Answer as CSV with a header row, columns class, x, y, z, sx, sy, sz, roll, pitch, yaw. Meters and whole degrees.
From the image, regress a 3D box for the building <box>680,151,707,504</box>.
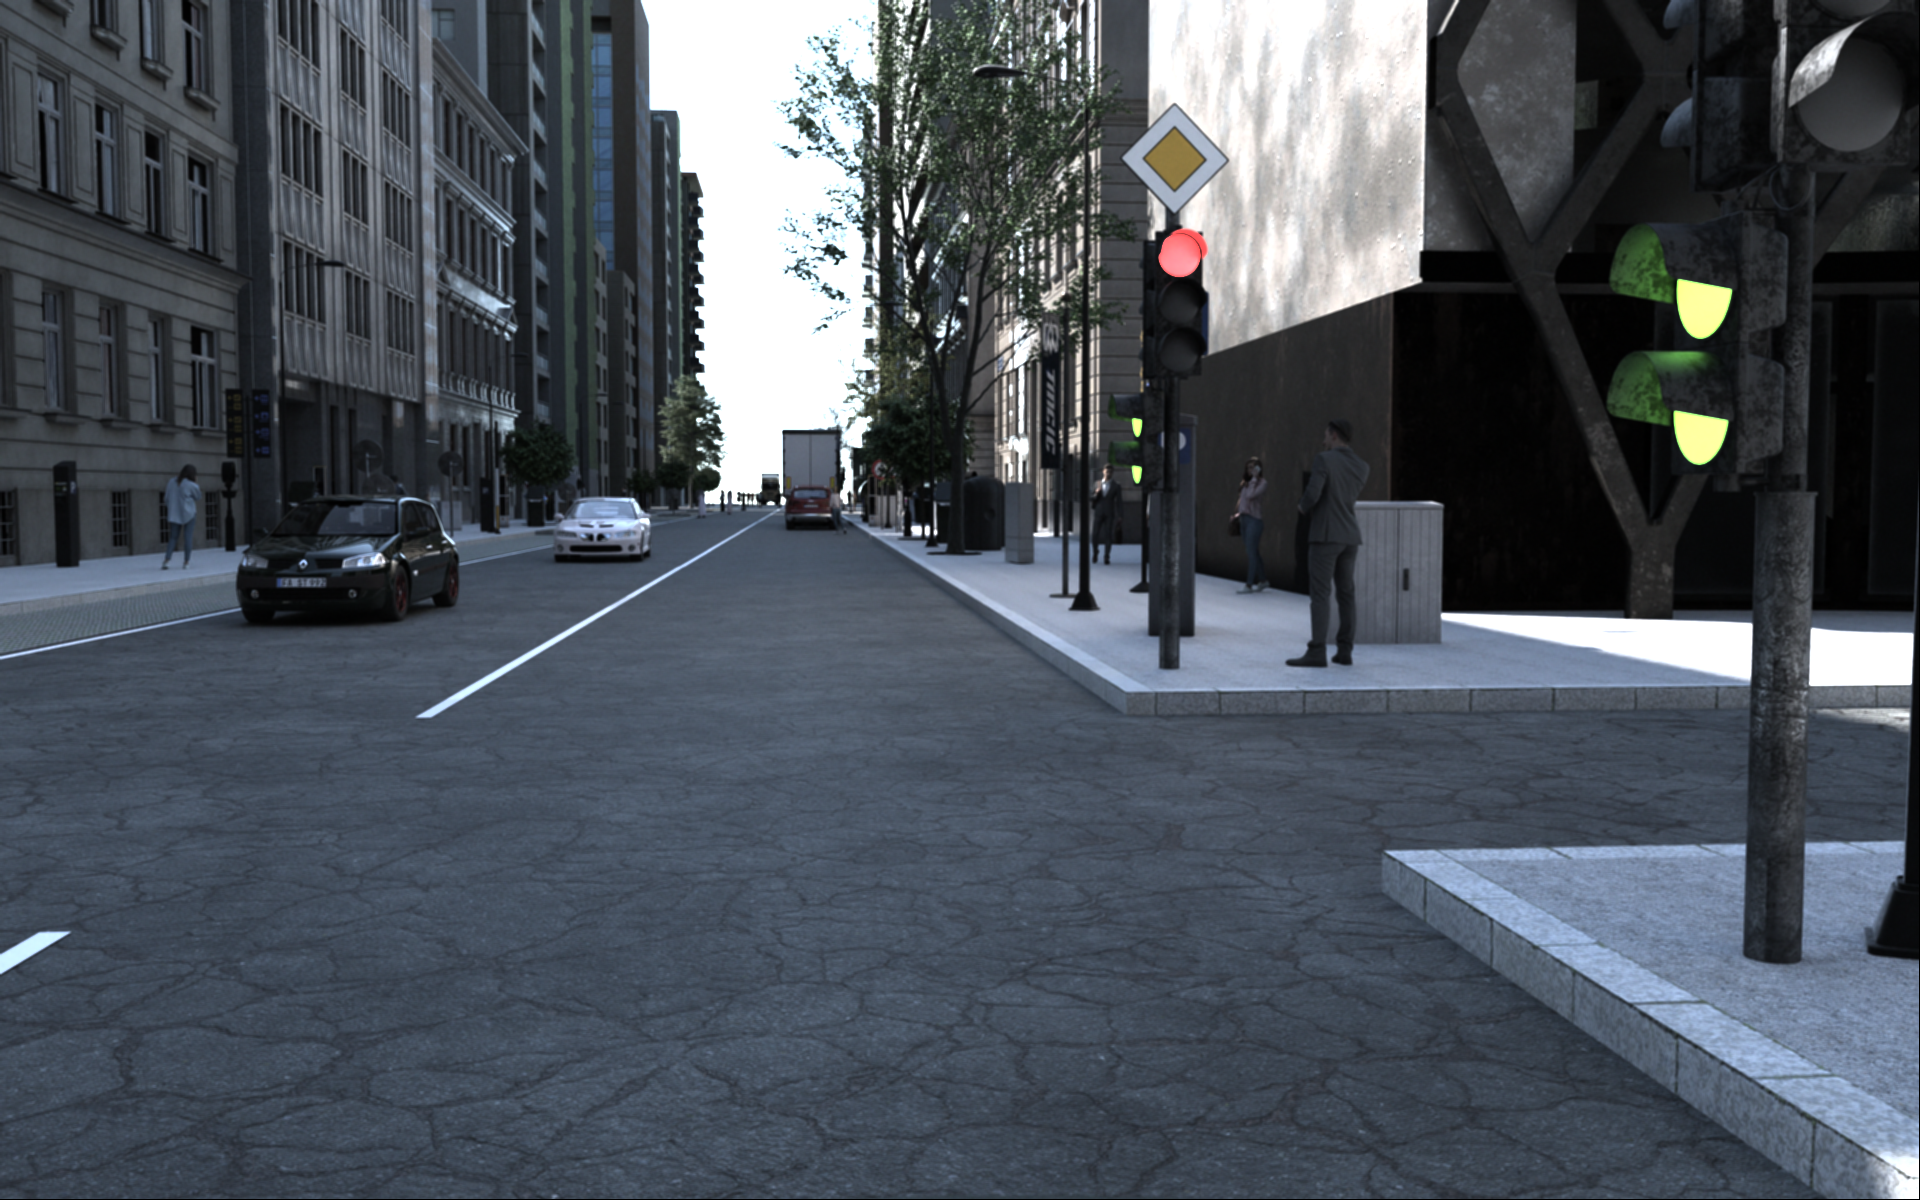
class,x,y,z,sx,sy,sz,roll,pitch,yaw
building,-45.049,-35.101,228.522,22.147,44.769,28.867,0,4,-5

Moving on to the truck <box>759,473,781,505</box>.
class,x,y,z,sx,sy,sz,roll,pitch,yaw
truck,-25.399,-14.878,232.170,2.839,4.237,11.283,0,4,-5

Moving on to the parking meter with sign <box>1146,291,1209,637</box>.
class,x,y,z,sx,sy,sz,roll,pitch,yaw
parking meter with sign,1.969,-1.198,15.853,0.543,3.016,1.738,0,4,7

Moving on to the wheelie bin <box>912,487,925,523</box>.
class,x,y,z,sx,sy,sz,roll,pitch,yaw
wheelie bin,-1.667,-4.173,76.141,0.980,1.594,0.693,-2,4,-26

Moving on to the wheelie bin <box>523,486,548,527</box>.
class,x,y,z,sx,sy,sz,roll,pitch,yaw
wheelie bin,-16.653,-3.677,68.020,0.980,1.594,0.693,0,4,-3

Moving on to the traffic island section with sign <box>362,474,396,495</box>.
class,x,y,z,sx,sy,sz,roll,pitch,yaw
traffic island section with sign,-11.407,-1.539,33.790,1.989,1.847,2.006,0,4,-5

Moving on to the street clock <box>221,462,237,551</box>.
class,x,y,z,sx,sy,sz,roll,pitch,yaw
street clock,-16.366,-2.094,38.801,0.358,2.002,0.471,-1,4,-14

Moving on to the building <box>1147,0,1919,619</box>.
class,x,y,z,sx,sy,sz,roll,pitch,yaw
building,12.527,-9.584,24.149,16.811,18.784,16.820,0,4,-5

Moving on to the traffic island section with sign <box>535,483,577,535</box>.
class,x,y,z,sx,sy,sz,roll,pitch,yaw
traffic island section with sign,-13.840,-3.207,61.069,1.989,1.847,2.006,0,4,-5

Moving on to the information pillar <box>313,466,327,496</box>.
class,x,y,z,sx,sy,sz,roll,pitch,yaw
information pillar,-16.893,-2.524,45.759,0.304,2.012,0.304,-1,4,-14

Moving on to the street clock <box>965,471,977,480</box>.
class,x,y,z,sx,sy,sz,roll,pitch,yaw
street clock,0.354,-3.051,54.459,0.358,2.002,0.471,2,4,26

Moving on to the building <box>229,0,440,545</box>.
class,x,y,z,sx,sy,sz,roll,pitch,yaw
building,-24.234,-14.350,52.648,12.078,24.808,19.932,0,4,-5

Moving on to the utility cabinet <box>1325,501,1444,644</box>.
class,x,y,z,sx,sy,sz,roll,pitch,yaw
utility cabinet,3.609,-0.229,14.899,1.020,1.237,0.306,0,4,-4

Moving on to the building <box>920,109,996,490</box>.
class,x,y,z,sx,sy,sz,roll,pitch,yaw
building,4.114,-13.105,78.890,10.561,19.102,19.286,0,4,-5

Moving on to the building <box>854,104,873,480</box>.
class,x,y,z,sx,sy,sz,roll,pitch,yaw
building,-0.224,-35.547,200.808,23.786,49.044,30.456,0,4,-5

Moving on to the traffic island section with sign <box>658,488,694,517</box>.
class,x,y,z,sx,sy,sz,roll,pitch,yaw
traffic island section with sign,-18.280,-6.252,110.847,1.989,1.847,2.006,0,4,-5

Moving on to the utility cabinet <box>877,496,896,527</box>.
class,x,y,z,sx,sy,sz,roll,pitch,yaw
utility cabinet,-2.984,-3.523,68.757,1.020,1.237,0.306,-3,5,-40

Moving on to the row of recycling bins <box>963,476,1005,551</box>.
class,x,y,z,sx,sy,sz,roll,pitch,yaw
row of recycling bins,0.552,-2.062,40.819,1.069,1.692,3.534,0,4,4

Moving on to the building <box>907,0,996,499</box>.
class,x,y,z,sx,sy,sz,roll,pitch,yaw
building,7.994,-29.617,107.932,21.300,48.544,21.600,0,4,-5

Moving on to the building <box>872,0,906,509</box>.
class,x,y,z,sx,sy,sz,roll,pitch,yaw
building,-0.557,-30.799,153.676,14.600,45.320,14.200,0,4,-5

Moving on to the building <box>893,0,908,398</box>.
class,x,y,z,sx,sy,sz,roll,pitch,yaw
building,8.935,-33.257,132.995,28.713,52.752,27.495,0,4,-5

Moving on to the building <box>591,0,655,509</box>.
class,x,y,z,sx,sy,sz,roll,pitch,yaw
building,-34.082,-30.513,148.992,14.600,45.320,14.200,0,4,-5

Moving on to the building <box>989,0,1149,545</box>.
class,x,y,z,sx,sy,sz,roll,pitch,yaw
building,8.011,-15.809,55.739,12.463,27.353,25.104,0,4,-5

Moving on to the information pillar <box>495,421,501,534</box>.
class,x,y,z,sx,sy,sz,roll,pitch,yaw
information pillar,-14.883,-3.935,55.692,0.183,3.616,0.504,-1,4,-14

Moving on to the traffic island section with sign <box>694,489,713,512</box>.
class,x,y,z,sx,sy,sz,roll,pitch,yaw
traffic island section with sign,-20.670,-7.894,137.697,1.989,1.847,2.006,0,4,-5

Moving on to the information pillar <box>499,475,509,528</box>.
class,x,y,z,sx,sy,sz,roll,pitch,yaw
information pillar,-17.401,-3.766,66.070,0.304,2.012,0.304,0,4,3

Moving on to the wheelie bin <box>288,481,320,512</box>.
class,x,y,z,sx,sy,sz,roll,pitch,yaw
wheelie bin,-16.278,-2.143,42.943,0.980,1.594,0.693,0,4,1

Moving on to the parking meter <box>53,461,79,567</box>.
class,x,y,z,sx,sy,sz,roll,pitch,yaw
parking meter,-15.714,-1.513,30.446,0.255,1.863,0.399,0,4,-4

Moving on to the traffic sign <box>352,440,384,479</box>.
class,x,y,z,sx,sy,sz,roll,pitch,yaw
traffic sign,-13.909,-2.481,40.668,0.768,2.556,0.104,0,4,4

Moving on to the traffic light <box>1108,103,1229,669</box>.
class,x,y,z,sx,sy,sz,roll,pitch,yaw
traffic light,1.522,-1.450,12.636,0.839,4.253,0.868,0,4,-5

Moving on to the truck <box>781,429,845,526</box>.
class,x,y,z,sx,sy,sz,roll,pitch,yaw
truck,-6.759,-5.578,80.114,2.839,4.237,11.283,0,4,-3

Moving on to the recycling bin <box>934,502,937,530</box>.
class,x,y,z,sx,sy,sz,roll,pitch,yaw
recycling bin,-0.509,-3.033,62.141,0.722,1.027,0.722,3,5,42

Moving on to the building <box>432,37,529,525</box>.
class,x,y,z,sx,sy,sz,roll,pitch,yaw
building,-25.976,-14.567,74.323,11.583,22.565,21.152,0,4,-5

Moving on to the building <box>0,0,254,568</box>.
class,x,y,z,sx,sy,sz,roll,pitch,yaw
building,-23.803,-11.891,27.696,16.112,22.955,30.059,0,4,-5

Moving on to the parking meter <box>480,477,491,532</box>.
class,x,y,z,sx,sy,sz,roll,pitch,yaw
parking meter,-16.193,-3.273,59.219,0.399,1.863,0.255,-1,4,-11

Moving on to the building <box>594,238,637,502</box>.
class,x,y,z,sx,sy,sz,roll,pitch,yaw
building,-39.258,-17.266,127.336,27.650,21.520,28.899,0,4,-5

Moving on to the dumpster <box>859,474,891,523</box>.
class,x,y,z,sx,sy,sz,roll,pitch,yaw
dumpster,-3.829,-4.666,78.784,1.502,2.255,1.985,0,4,-5

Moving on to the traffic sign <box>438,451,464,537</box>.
class,x,y,z,sx,sy,sz,roll,pitch,yaw
traffic sign,-15.072,-3.131,51.298,0.768,2.556,0.104,0,4,-1

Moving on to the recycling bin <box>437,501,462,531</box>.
class,x,y,z,sx,sy,sz,roll,pitch,yaw
recycling bin,-18.009,-2.967,61.067,0.722,1.027,0.722,-2,4,-29

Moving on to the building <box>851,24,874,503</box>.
class,x,y,z,sx,sy,sz,roll,pitch,yaw
building,-3.134,-56.145,230.649,22.319,86.520,31.000,0,4,-5

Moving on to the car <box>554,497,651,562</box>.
class,x,y,z,sx,sy,sz,roll,pitch,yaw
car,-7.860,-1.587,38.303,2.083,1.381,4.827,0,4,-7

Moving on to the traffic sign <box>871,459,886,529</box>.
class,x,y,z,sx,sy,sz,roll,pitch,yaw
traffic sign,-2.821,-3.832,62.753,0.768,2.556,0.104,0,4,-2

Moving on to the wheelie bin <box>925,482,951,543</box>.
class,x,y,z,sx,sy,sz,roll,pitch,yaw
wheelie bin,-0.331,-2.277,45.130,0.980,1.594,0.693,0,4,4

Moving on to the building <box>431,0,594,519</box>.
class,x,y,z,sx,sy,sz,roll,pitch,yaw
building,-30.269,-25.835,105.996,14.154,41.232,14.086,0,4,-5

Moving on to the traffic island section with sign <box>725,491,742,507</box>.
class,x,y,z,sx,sy,sz,roll,pitch,yaw
traffic island section with sign,-25.634,-11.302,193.409,1.989,1.847,2.006,0,4,-5

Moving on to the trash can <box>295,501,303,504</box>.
class,x,y,z,sx,sy,sz,roll,pitch,yaw
trash can,-13.445,-1.495,36.090,0.748,1.137,0.748,0,3,0

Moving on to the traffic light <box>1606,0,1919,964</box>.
class,x,y,z,sx,sy,sz,roll,pitch,yaw
traffic light,2.231,-0.964,4.682,0.839,4.253,0.868,0,4,-5

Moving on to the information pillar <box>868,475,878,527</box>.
class,x,y,z,sx,sy,sz,roll,pitch,yaw
information pillar,-3.420,-3.889,68.071,0.304,2.012,0.304,1,4,11

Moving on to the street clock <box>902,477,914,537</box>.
class,x,y,z,sx,sy,sz,roll,pitch,yaw
street clock,-1.572,-2.898,51.960,0.358,2.002,0.471,-2,4,-27

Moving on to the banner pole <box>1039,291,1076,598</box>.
class,x,y,z,sx,sy,sz,roll,pitch,yaw
banner pole,1.191,-1.913,21.298,0.401,3.779,0.863,2,4,32

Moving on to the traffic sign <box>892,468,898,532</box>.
class,x,y,z,sx,sy,sz,roll,pitch,yaw
traffic sign,-2.110,-3.533,57.775,0.884,2.594,0.081,0,4,-3

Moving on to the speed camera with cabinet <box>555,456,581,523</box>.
class,x,y,z,sx,sy,sz,roll,pitch,yaw
speed camera with cabinet,-17.705,-5.133,78.257,0.660,3.252,2.038,0,4,6

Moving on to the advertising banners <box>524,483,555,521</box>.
class,x,y,z,sx,sy,sz,roll,pitch,yaw
advertising banners,-20.009,-5.261,82.208,0.090,3.025,2.074,2,4,32

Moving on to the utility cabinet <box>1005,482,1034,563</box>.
class,x,y,z,sx,sy,sz,roll,pitch,yaw
utility cabinet,1.114,-1.442,32.256,0.318,1.500,1.173,-1,4,-11

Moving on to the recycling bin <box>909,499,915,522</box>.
class,x,y,z,sx,sy,sz,roll,pitch,yaw
recycling bin,-2.026,-4.196,81.151,0.722,1.027,0.722,-1,4,-9

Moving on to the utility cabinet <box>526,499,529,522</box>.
class,x,y,z,sx,sy,sz,roll,pitch,yaw
utility cabinet,-18.969,-4.047,77.325,1.020,1.237,0.306,3,5,44

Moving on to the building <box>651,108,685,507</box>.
class,x,y,z,sx,sy,sz,roll,pitch,yaw
building,-36.147,-30.266,178.447,14.154,41.232,14.086,0,4,-5
